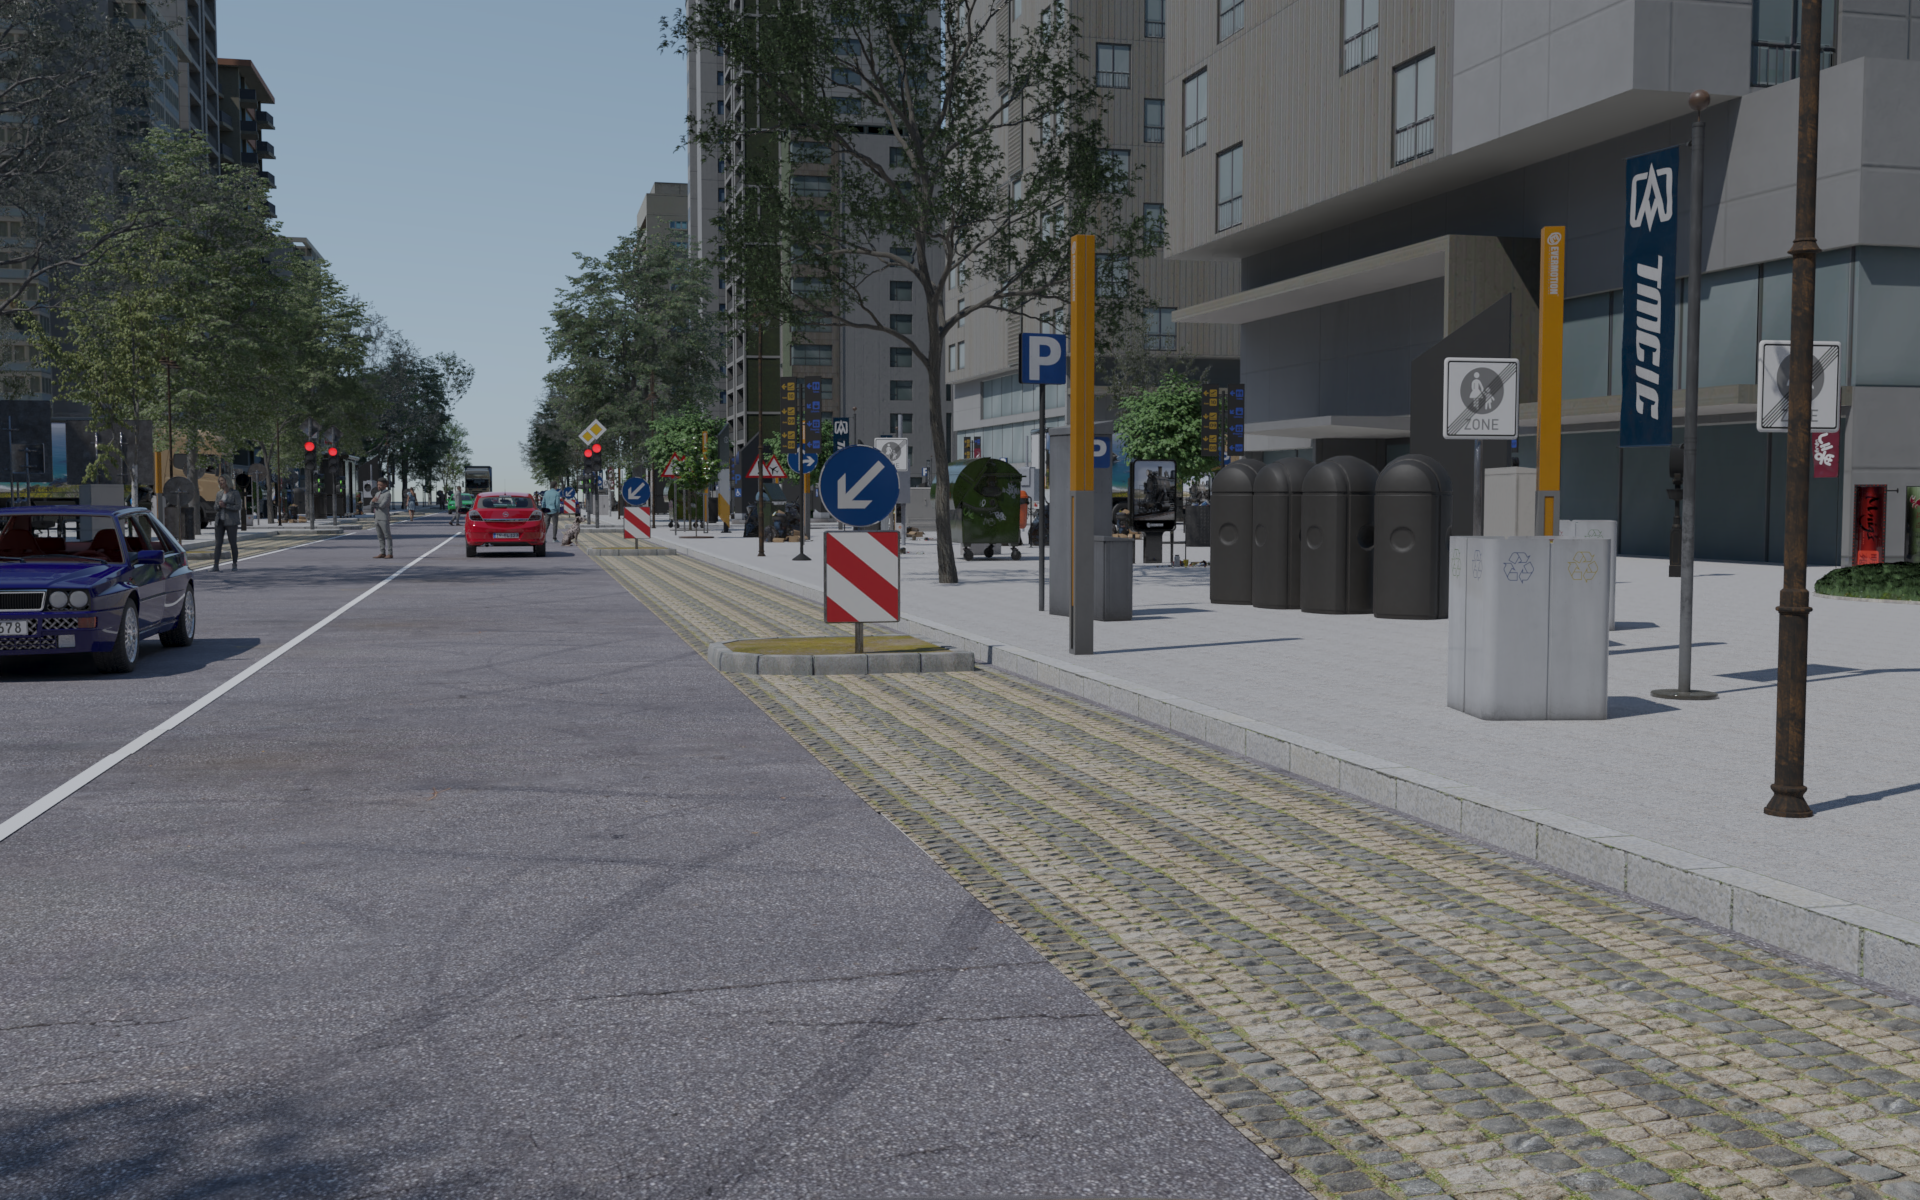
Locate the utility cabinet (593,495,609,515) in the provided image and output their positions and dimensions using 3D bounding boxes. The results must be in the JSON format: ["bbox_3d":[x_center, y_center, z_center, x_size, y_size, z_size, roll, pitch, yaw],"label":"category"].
[{"bbox_3d":[-21.798,-5.759,105.329,1.020,1.237,0.306,0,4,3],"label":"utility cabinet"}]

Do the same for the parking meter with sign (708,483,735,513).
[{"bbox_3d":[-14.997,-6.905,109.157,0.543,3.016,1.738,3,4,38],"label":"parking meter with sign"}]

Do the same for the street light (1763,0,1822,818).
[{"bbox_3d":[3.317,-2.078,6.758,0.468,5.910,1.993,-1,4,-14],"label":"street light"}]

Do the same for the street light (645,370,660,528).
[{"bbox_3d":[-11.433,-5.609,64.488,0.468,5.910,1.993,-1,4,-14],"label":"street light"}]

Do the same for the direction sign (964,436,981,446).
[{"bbox_3d":[0.485,-4.661,68.209,0.876,3.537,0.379,3,5,42],"label":"direction sign"}]

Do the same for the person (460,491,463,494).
[{"bbox_3d":[-39.374,-7.820,136.454,0.694,1.812,0.767,-3,4,-38],"label":"person"}]

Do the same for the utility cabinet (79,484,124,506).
[{"bbox_3d":[-19.308,-1.853,38.973,0.318,1.500,1.173,1,4,8],"label":"utility cabinet"}]

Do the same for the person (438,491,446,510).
[{"bbox_3d":[-47.172,-9.085,157.589,0.434,1.755,0.990,2,4,29],"label":"person"}]

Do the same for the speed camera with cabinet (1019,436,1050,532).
[{"bbox_3d":[2.951,-3.929,58.573,2.038,3.252,0.660,2,4,33],"label":"speed camera with cabinet"}]

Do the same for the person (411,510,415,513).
[{"bbox_3d":[-40.993,-7.411,129.773,0.635,1.810,0.391,2,4,31],"label":"person"}]

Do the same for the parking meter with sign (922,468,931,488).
[{"bbox_3d":[-2.168,-7.187,113.763,0.543,3.016,1.738,0,4,-6],"label":"parking meter with sign"}]

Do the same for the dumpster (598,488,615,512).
[{"bbox_3d":[-25.941,-7.422,127.111,1.264,1.857,1.865,-1,4,-14],"label":"dumpster"}]

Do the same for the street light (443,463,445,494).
[{"bbox_3d":[-66.801,-15.392,224.439,0.468,5.910,1.993,-1,4,-14],"label":"street light"}]

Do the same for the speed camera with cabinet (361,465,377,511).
[{"bbox_3d":[-40.299,-7.474,116.532,2.038,3.252,0.660,1,4,15],"label":"speed camera with cabinet"}]

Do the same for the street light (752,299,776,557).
[{"bbox_3d":[-4.084,-3.833,35.458,0.468,5.910,1.993,-1,4,-14],"label":"street light"}]

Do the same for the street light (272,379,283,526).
[{"bbox_3d":[-27.413,-5.924,69.652,0.468,5.910,1.993,-1,4,-14],"label":"street light"}]

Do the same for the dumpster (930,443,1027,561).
[{"bbox_3d":[0.362,-1.917,33.841,1.502,2.255,1.985,-1,4,-14],"label":"dumpster"}]

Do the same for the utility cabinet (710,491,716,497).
[{"bbox_3d":[-18.004,-7.192,126.267,1.173,1.500,0.318,-1,4,-16],"label":"utility cabinet"}]

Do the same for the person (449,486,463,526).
[{"bbox_3d":[-22.620,-4.250,78.111,0.853,1.813,0.709,-3,4,-36],"label":"person"}]

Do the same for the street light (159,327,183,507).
[{"bbox_3d":[-21.923,-4.605,48.083,0.468,5.910,1.993,-1,4,-14],"label":"street light"}]

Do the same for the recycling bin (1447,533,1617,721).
[{"bbox_3d":[3.313,0.148,10.130,0.722,1.027,0.722,0,4,-2],"label":"recycling bin"}]

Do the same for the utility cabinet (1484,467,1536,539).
[{"bbox_3d":[4.692,-0.361,14.578,0.318,1.500,1.173,0,4,5],"label":"utility cabinet"}]

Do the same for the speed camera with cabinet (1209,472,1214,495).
[{"bbox_3d":[9.614,-4.528,68.370,0.660,3.252,2.038,1,4,18],"label":"speed camera with cabinet"}]

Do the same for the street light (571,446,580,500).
[{"bbox_3d":[-32.134,-10.557,145.397,0.468,5.910,1.993,-1,4,-14],"label":"street light"}]

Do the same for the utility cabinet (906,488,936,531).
[{"bbox_3d":[-1.319,-3.069,58.853,1.173,1.500,0.318,-1,4,-23],"label":"utility cabinet"}]

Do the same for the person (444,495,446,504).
[{"bbox_3d":[-47.756,-9.073,160.071,0.599,1.433,0.991,0,4,-2],"label":"person"}]

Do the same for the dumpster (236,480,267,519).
[{"bbox_3d":[-36.410,-5.277,88.770,1.502,2.255,1.985,-1,4,-14],"label":"dumpster"}]

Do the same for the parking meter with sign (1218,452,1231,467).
[{"bbox_3d":[11.130,-4.528,70.287,0.543,3.016,1.738,-1,4,-21],"label":"parking meter with sign"}]

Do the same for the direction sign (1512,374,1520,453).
[{"bbox_3d":[10.362,-2.511,33.053,0.379,3.537,0.876,-1,4,-19],"label":"direction sign"}]

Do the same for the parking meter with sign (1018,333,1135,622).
[{"bbox_3d":[1.249,-1.338,18.140,0.543,3.016,1.738,-2,4,-25],"label":"parking meter with sign"}]

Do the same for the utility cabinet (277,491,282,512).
[{"bbox_3d":[-53.334,-7.781,135.892,1.173,1.500,0.318,-2,4,-34],"label":"utility cabinet"}]

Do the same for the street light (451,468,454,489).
[{"bbox_3d":[-74.189,-17.151,253.212,0.468,5.910,1.993,-1,4,-14],"label":"street light"}]

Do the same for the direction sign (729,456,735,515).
[{"bbox_3d":[-13.711,-6.832,103.704,0.379,3.537,0.876,-3,4,-37],"label":"direction sign"}]

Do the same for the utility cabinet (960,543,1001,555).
[{"bbox_3d":[0.448,-1.552,36.544,0.306,1.237,1.020,3,5,42],"label":"utility cabinet"}]

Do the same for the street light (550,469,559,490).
[{"bbox_3d":[-56.697,-16.485,242.311,0.468,5.910,1.993,-1,4,-14],"label":"street light"}]

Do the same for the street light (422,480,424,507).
[{"bbox_3d":[-53.738,-12.261,173.246,0.468,5.910,1.993,-1,4,-14],"label":"street light"}]

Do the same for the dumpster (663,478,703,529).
[{"bbox_3d":[-10.254,-3.810,64.787,1.502,2.255,1.985,-1,4,-14],"label":"dumpster"}]

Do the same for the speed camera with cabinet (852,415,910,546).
[{"bbox_3d":[-2.013,-3.021,43.725,0.660,3.252,2.038,-2,4,-33],"label":"speed camera with cabinet"}]

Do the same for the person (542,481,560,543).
[{"bbox_3d":[-12.121,-2.612,51.228,0.660,1.820,0.620,1,4,18],"label":"person"}]

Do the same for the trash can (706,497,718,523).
[{"bbox_3d":[-10.914,-3.935,75.998,0.748,1.137,0.748,0,3,0],"label":"trash can"}]

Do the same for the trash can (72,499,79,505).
[{"bbox_3d":[-23.569,-2.152,46.832,0.748,1.137,0.748,0,3,0],"label":"trash can"}]

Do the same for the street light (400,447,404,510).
[{"bbox_3d":[-46.306,-10.463,143.850,0.468,5.910,1.993,-1,4,-14],"label":"street light"}]

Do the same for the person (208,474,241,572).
[{"bbox_3d":[-13.574,-1.429,32.048,0.537,1.800,0.526,1,4,16],"label":"person"}]

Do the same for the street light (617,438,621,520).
[{"bbox_3d":[-17.188,-6.996,87.165,0.468,5.910,1.993,-1,4,-14],"label":"street light"}]

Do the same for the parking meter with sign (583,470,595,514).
[{"bbox_3d":[-26.359,-7.736,122.740,0.543,3.016,1.738,-1,4,-14],"label":"parking meter with sign"}]

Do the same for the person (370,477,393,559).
[{"bbox_3d":[-12.866,-1.820,38.445,0.511,1.800,0.466,2,4,24],"label":"person"}]

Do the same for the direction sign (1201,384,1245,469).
[{"bbox_3d":[5.402,-2.669,35.632,0.876,3.537,0.379,0,4,-1],"label":"direction sign"}]

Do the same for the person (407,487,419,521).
[{"bbox_3d":[-28.762,-5.040,90.990,0.616,1.811,0.778,-1,4,-20],"label":"person"}]

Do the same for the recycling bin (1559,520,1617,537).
[{"bbox_3d":[5.869,-0.247,16.589,0.722,1.027,0.722,1,4,16],"label":"recycling bin"}]

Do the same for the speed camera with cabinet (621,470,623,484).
[{"bbox_3d":[-27.349,-9.090,142.965,0.660,3.252,2.038,-3,5,-43],"label":"speed camera with cabinet"}]

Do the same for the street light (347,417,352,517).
[{"bbox_3d":[-34.675,-7.682,98.387,0.468,5.910,1.993,-1,4,-14],"label":"street light"}]

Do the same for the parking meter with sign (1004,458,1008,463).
[{"bbox_3d":[1.427,-5.267,82.375,1.738,3.016,0.543,-3,4,-37],"label":"parking meter with sign"}]

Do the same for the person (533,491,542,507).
[{"bbox_3d":[-37.735,-8.886,154.503,1.217,1.735,0.721,0,4,5],"label":"person"}]

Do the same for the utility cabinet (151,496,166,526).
[{"bbox_3d":[-28.583,-3.083,61.571,1.020,1.237,0.306,3,5,40],"label":"utility cabinet"}]

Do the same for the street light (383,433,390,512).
[{"bbox_3d":[-42.012,-9.444,127.197,0.468,5.910,1.993,-1,4,-14],"label":"street light"}]

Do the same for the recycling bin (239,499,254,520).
[{"bbox_3d":[-35.244,-4.445,85.231,0.722,1.027,0.722,-3,5,-40],"label":"recycling bin"}]
